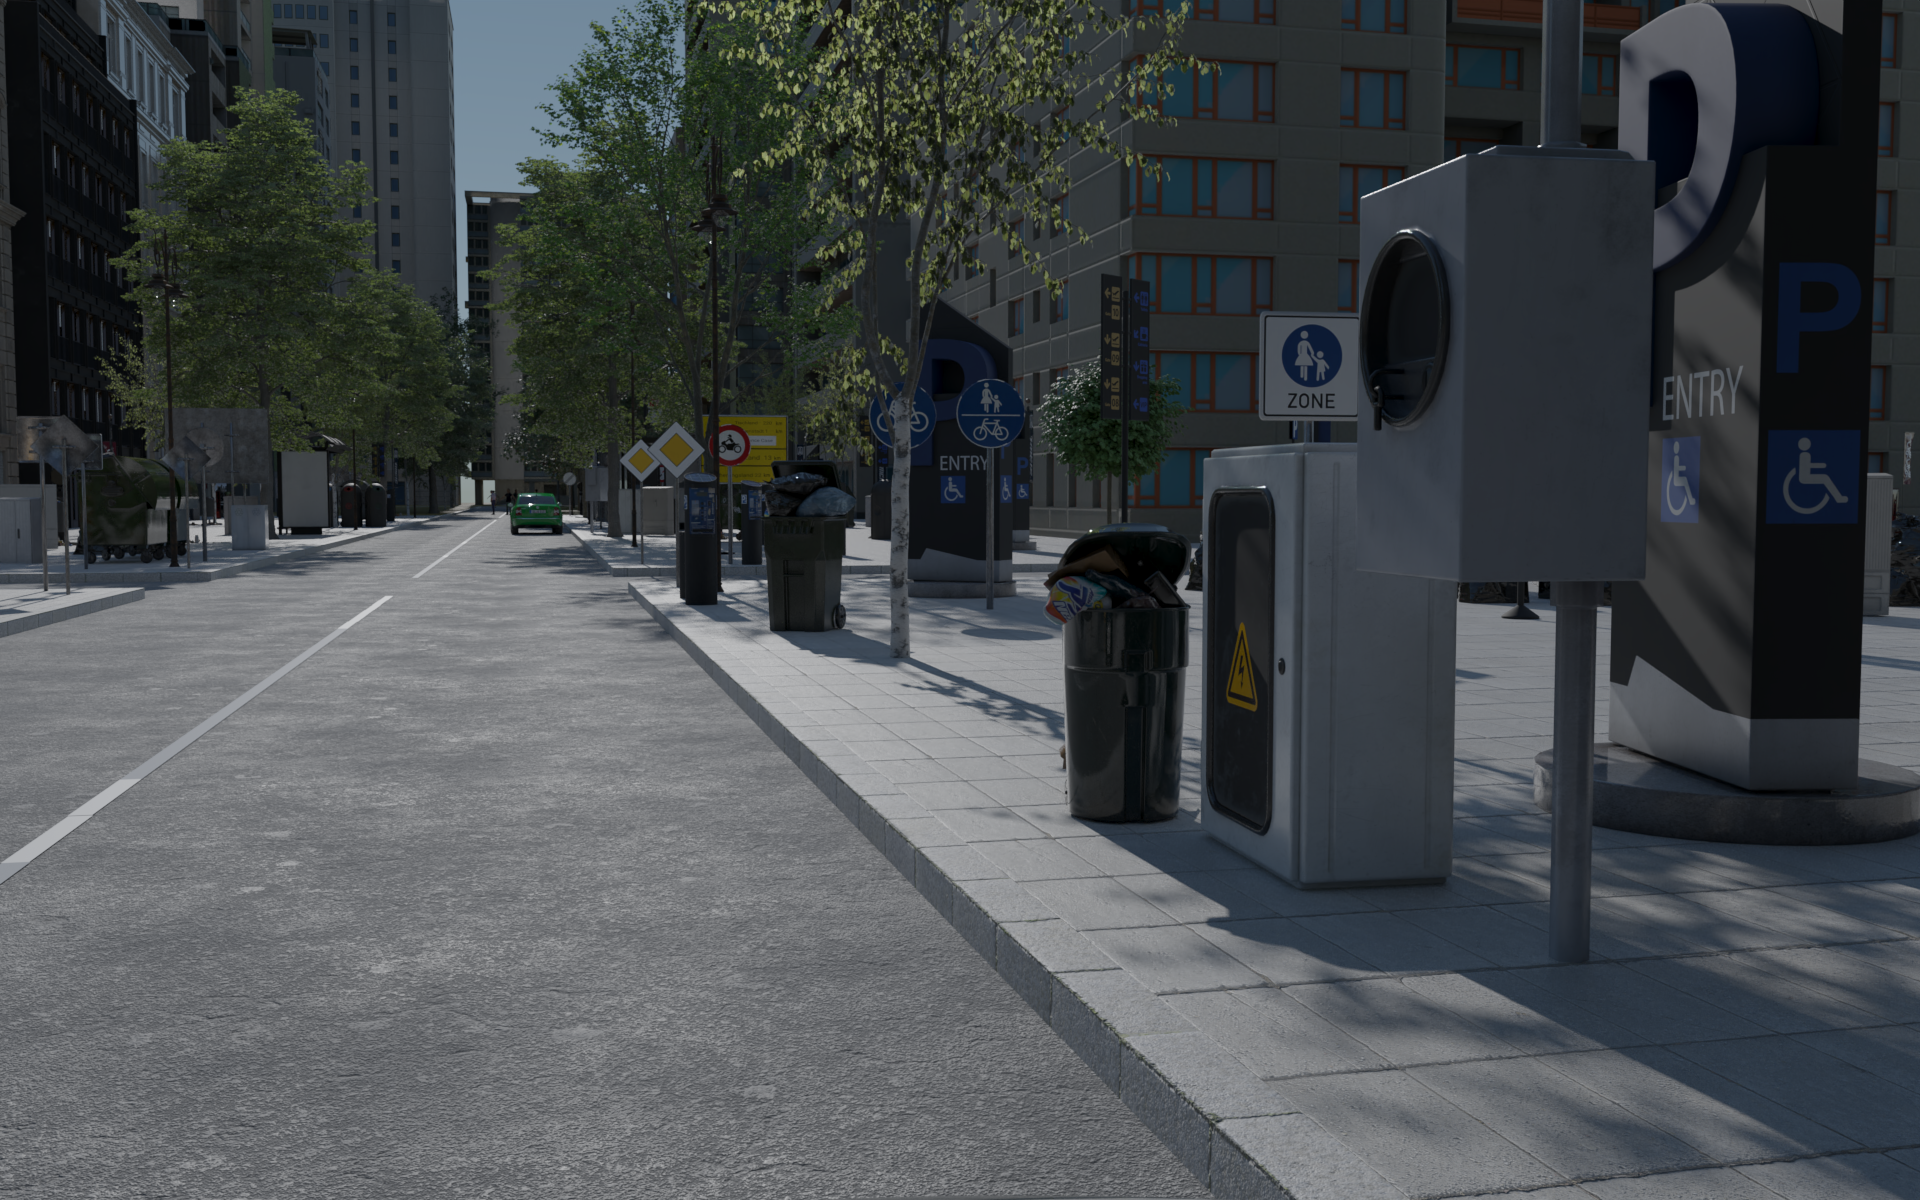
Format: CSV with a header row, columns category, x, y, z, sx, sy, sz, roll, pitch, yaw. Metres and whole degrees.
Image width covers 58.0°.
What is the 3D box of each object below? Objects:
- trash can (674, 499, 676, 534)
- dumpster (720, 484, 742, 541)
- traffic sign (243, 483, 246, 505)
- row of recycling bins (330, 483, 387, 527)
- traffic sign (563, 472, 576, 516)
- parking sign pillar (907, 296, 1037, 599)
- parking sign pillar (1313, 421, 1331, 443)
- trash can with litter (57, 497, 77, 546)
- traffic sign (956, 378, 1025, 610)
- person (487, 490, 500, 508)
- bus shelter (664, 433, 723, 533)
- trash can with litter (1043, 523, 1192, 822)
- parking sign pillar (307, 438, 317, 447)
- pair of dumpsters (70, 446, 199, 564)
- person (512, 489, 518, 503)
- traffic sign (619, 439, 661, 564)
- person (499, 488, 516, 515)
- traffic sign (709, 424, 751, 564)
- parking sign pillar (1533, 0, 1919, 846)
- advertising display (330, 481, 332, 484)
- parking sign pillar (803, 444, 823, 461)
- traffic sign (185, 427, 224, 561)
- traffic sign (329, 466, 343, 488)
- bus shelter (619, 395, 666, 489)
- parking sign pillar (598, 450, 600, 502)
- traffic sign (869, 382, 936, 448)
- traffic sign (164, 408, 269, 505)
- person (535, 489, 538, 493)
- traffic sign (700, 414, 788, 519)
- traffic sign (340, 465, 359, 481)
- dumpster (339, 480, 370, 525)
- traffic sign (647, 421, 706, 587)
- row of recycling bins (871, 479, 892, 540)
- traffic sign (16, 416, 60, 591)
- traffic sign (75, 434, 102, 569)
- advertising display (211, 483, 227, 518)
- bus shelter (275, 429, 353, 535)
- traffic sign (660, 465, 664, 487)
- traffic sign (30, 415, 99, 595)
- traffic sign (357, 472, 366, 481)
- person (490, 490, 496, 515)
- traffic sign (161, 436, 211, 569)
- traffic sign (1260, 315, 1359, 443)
category,x,y,z,sx,sy,sz,roll,pitch,yaw
trash can,-9.355,-2.685,55.549,0.748,1.137,0.748,0,3,0
dumpster,-6.293,-2.703,46.682,1.502,2.255,1.985,-1,4,-14
traffic sign,-17.211,-2.420,41.695,0.606,2.300,0.079,0,4,-4
row of recycling bins,-24.080,-3.671,67.126,3.534,1.692,1.069,-1,4,-13
traffic sign,-22.951,-6.223,101.856,0.768,2.556,0.104,0,4,-7
parking sign pillar,-0.006,-2.040,21.829,1.447,3.967,1.447,2,4,26
parking sign pillar,8.867,-3.342,43.122,1.447,3.967,1.447,0,4,2
trash can with litter,-22.587,-1.923,42.505,1.678,1.210,2.233,1,4,16
traffic sign,0.334,-1.167,19.190,0.768,2.556,0.104,0,4,-8
person,-47.816,-10.344,177.620,1.348,1.824,0.705,-2,4,-33
bus shelter,-9.209,-4.018,59.611,2.014,3.302,5.546,-1,4,-14
trash can with litter,0.583,0.261,7.123,0.624,1.170,1.055,0,4,-6
parking sign pillar,-26.411,-5.041,70.889,1.447,3.967,1.447,0,4,-4
pair of dumpsters,-16.030,-1.911,33.733,1.574,2.255,4.437,-1,4,-14
person,-36.395,-8.167,142.054,0.705,1.821,1.348,1,4,22
traffic sign,-5.811,-1.710,31.605,0.795,2.450,0.064,-1,4,-14
person,-31.294,-6.818,119.983,1.348,1.822,0.705,1,4,17
traffic sign,-4.202,-1.930,31.658,0.768,2.556,0.104,-1,4,-10
parking sign pillar,3.085,-1.127,6.906,1.447,3.967,1.447,0,4,-2
advertising display,-29.660,-4.685,81.820,0.123,1.923,0.974,-2,4,-28
parking sign pillar,-8.011,-6.481,94.431,1.447,3.967,1.447,3,5,44
traffic sign,-14.384,-2.007,32.926,0.768,2.556,0.104,0,4,-7
traffic sign,-28.647,-4.861,79.579,0.768,2.556,0.104,0,4,-6
bus shelter,-12.376,-5.509,67.704,2.179,5.291,8.768,-1,4,-14
parking sign pillar,-21.742,-7.095,104.475,1.447,3.967,1.447,-1,4,-21
traffic sign,-0.655,-1.202,19.751,0.768,2.556,0.104,0,4,-5
traffic sign,-17.587,-2.885,41.038,2.265,3.308,0.079,-1,4,-13
person,-32.572,-7.624,133.153,1.348,1.824,0.705,-3,5,-40
traffic sign,-5.550,-3.099,44.541,2.265,3.308,0.079,-1,4,-12
traffic sign,-26.282,-4.558,74.624,0.768,2.556,0.104,-1,4,-12
dumpster,-24.419,-3.933,70.070,1.264,1.857,1.865,-1,4,-14
traffic sign,-3.898,-1.236,23.851,0.795,2.450,0.064,-1,4,-14
row of recycling bins,-0.826,-2.581,49.305,3.534,1.692,1.069,-1,4,-19
traffic sign,-12.084,-1.266,22.835,0.606,2.300,0.079,-1,4,-10
traffic sign,-14.894,-1.671,29.458,0.606,2.300,0.079,0,4,-5
advertising display,-40.352,-5.454,94.381,0.123,1.923,0.974,2,4,27
bus shelter,-21.273,-3.854,56.938,2.014,3.302,5.546,-1,4,-14
traffic sign,-12.860,-4.572,74.855,0.768,2.556,0.104,0,4,-7
traffic sign,-11.373,-1.125,22.034,0.795,2.450,0.064,-1,4,-14
traffic sign,-28.382,-4.923,81.671,0.795,2.450,0.064,0,4,-8
person,-32.812,-6.854,121.493,0.436,1.711,0.756,1,4,19
traffic sign,-13.287,-1.599,29.788,0.795,2.450,0.064,-1,4,-14
traffic sign,1.972,-0.471,9.830,0.606,2.300,0.079,-1,4,-11
